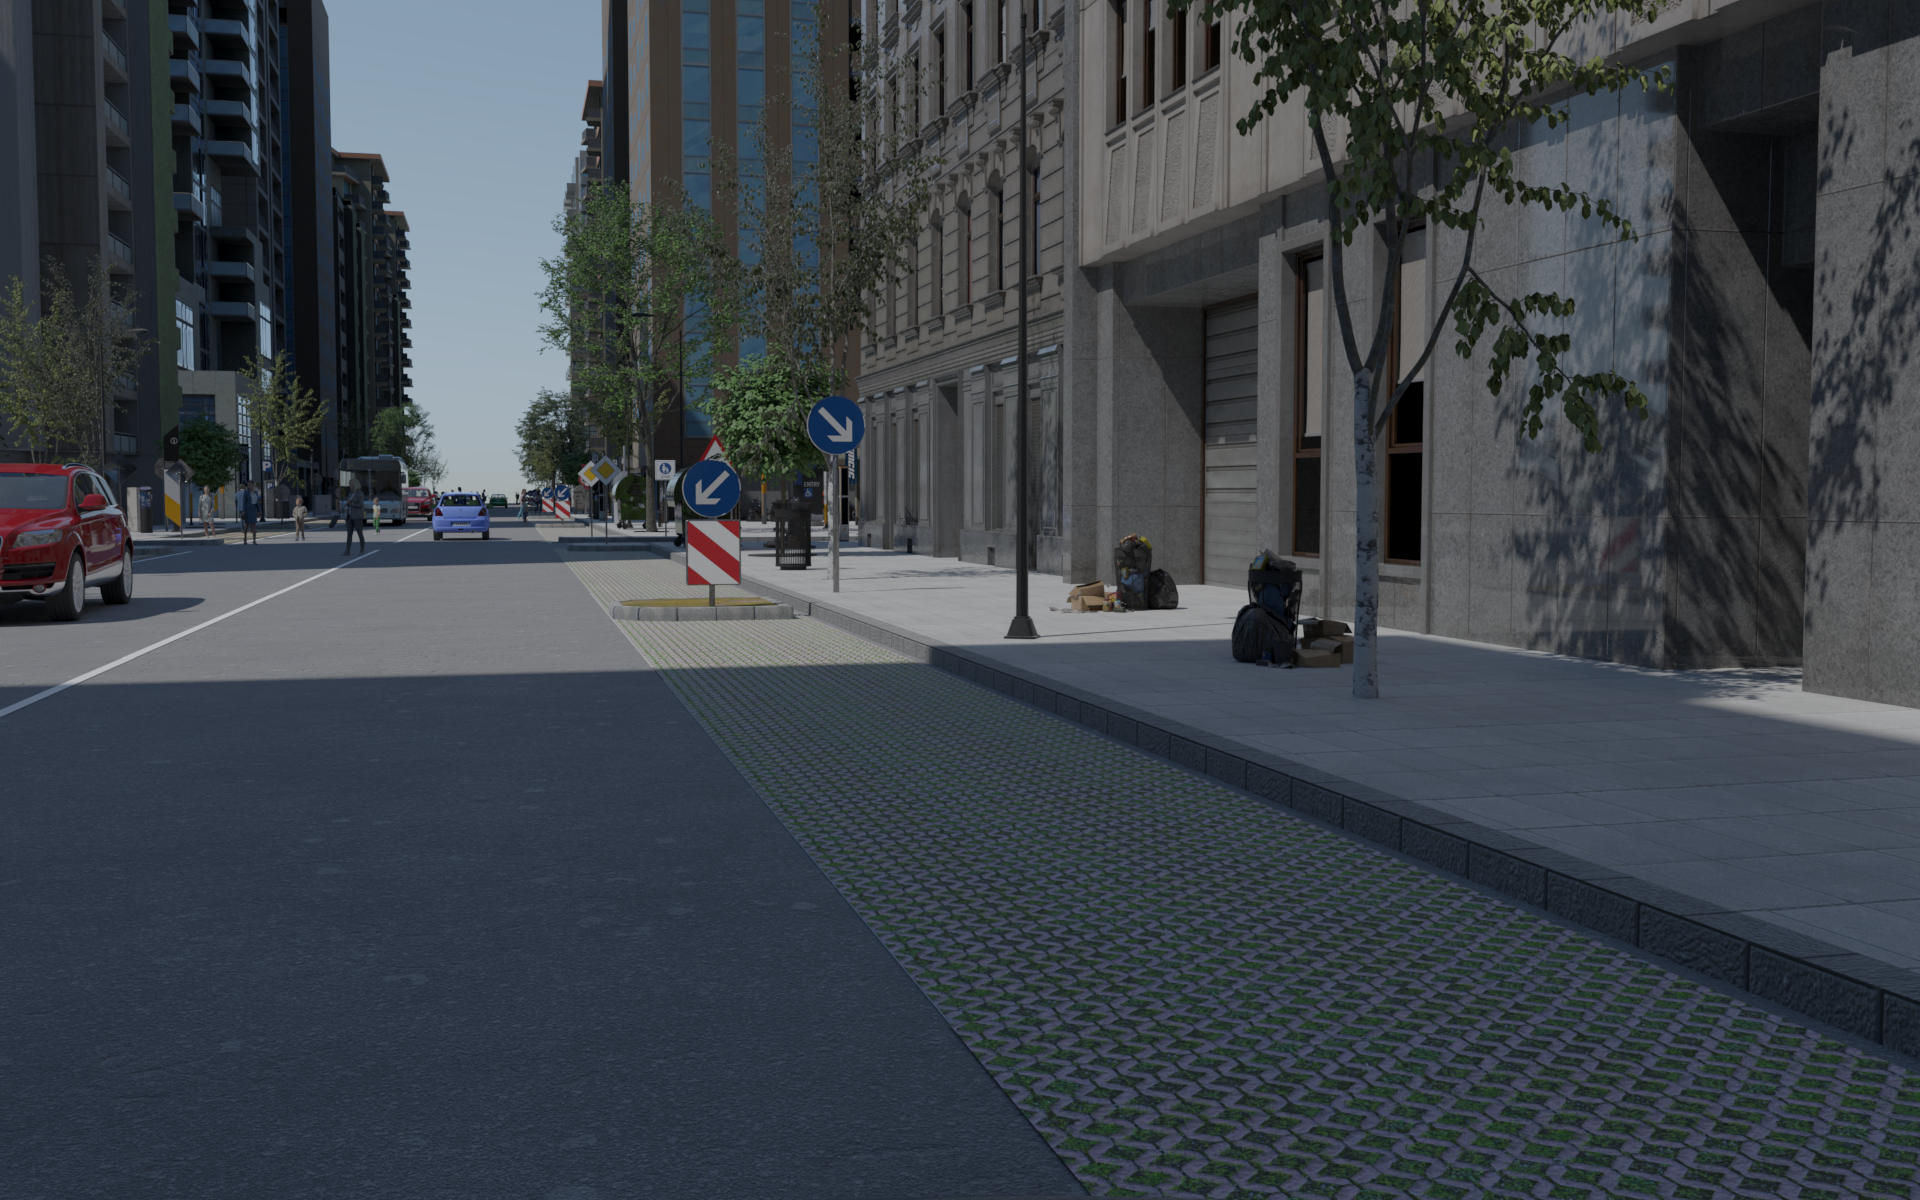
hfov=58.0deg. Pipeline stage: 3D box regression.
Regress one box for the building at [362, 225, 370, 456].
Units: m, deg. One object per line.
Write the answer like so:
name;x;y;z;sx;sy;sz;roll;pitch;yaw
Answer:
building;-67.529;-24.619;174.214;14.160;30.474;14.107;-1;4;-15

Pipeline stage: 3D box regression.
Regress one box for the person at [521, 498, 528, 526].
person;-19.734;-3.997;78.538;0.352;1.250;0.332;0;4;8

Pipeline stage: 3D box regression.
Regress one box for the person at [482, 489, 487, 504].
person;-39.437;-8.290;143.901;0.599;1.838;0.709;-1;4;-13

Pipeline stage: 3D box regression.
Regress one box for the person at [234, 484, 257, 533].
person;-26.136;-3.340;63.292;0.721;1.800;0.419;0;4;3

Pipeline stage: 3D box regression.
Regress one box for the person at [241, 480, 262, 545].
person;-20.048;-2.473;48.965;0.581;1.822;0.654;-3;4;-37

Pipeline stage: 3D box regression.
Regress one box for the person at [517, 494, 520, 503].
person;-70.988;-16.444;278.279;0.530;1.710;0.541;-3;5;-43

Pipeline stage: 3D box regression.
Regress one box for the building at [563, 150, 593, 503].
building;-44.024;-38.183;243.902;23.786;49.044;30.456;-1;4;-15

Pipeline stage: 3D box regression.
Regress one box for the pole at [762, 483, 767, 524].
pole;-8.293;-4.859;73.291;0.158;3.312;0.155;0;3;0

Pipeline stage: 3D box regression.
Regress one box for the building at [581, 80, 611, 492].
building;-28.639;-32.410;184.531;22.147;44.769;28.867;-1;4;-15

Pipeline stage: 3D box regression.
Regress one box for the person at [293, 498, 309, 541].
person;-20.273;-2.476;53.249;0.475;1.303;0.640;-1;4;-11

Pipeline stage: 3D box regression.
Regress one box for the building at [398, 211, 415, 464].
building;-93.285;-36.868;257.410;22.147;44.769;28.867;-1;4;-15

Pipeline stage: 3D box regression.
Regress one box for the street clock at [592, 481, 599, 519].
street clock;-18.709;-5.150;88.777;0.358;2.002;0.471;2;4;28

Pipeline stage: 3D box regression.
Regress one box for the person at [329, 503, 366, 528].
person;-25.773;-3.922;72.841;1.509;1.804;0.699;-2;4;-27

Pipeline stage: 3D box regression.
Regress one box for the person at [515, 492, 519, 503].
person;-68.140;-15.727;266.454;0.721;1.723;1.217;1;4;11

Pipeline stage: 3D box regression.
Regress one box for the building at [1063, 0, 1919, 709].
building;9.800;-12.118;16.152;12.078;24.808;19.932;-1;4;-15

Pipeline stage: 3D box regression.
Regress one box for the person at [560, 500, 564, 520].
person;-21.805;-4.998;94.885;0.362;1.253;0.373;3;5;41

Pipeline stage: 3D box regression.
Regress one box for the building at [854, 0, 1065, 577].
building;4.271;-11.338;34.530;9.793;20.994;18.267;-1;4;-15

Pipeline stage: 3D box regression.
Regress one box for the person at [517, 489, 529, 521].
person;-23.376;-5.088;92.529;0.643;1.720;0.563;-1;4;-8

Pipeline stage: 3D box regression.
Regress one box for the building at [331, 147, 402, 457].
building;-82.408;-34.270;214.931;22.147;44.769;28.867;-1;4;-15

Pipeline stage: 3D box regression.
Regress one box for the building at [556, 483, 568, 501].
building;-47.087;-35.488;272.105;32.217;40.220;23.993;-1;4;-15

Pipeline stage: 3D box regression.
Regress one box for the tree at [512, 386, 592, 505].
tree;-48.317;-18.308;205.985;9.857;13.997;8.962;0;3;0

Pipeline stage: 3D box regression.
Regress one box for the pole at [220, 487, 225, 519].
pole;-37.646;-5.780;88.347;0.158;3.312;0.155;0;3;0

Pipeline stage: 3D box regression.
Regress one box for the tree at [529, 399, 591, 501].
tree;-30.266;-11.182;133.183;4.360;8.622;3.978;0;3;0

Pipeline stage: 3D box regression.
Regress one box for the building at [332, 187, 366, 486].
building;-63.674;-23.790;160.665;14.160;30.474;14.107;-1;4;-15

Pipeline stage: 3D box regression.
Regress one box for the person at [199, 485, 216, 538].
person;-23.361;-2.707;53.767;0.512;1.701;0.522;-1;4;-14

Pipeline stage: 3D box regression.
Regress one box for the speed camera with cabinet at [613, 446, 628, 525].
speed camera with cabinet;-14.011;-4.719;71.493;0.660;3.252;2.038;-1;4;-10

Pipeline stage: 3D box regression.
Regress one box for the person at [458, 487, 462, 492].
person;-25.068;-4.793;87.055;0.721;1.800;0.419;-2;4;-27

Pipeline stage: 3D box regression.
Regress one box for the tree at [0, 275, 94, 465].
tree;-30.974;-6.593;58.164;4.737;8.622;4.395;0;3;0

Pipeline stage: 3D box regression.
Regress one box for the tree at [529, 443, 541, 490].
tree;-46.333;-14.982;195.320;4.737;8.622;4.395;0;3;0

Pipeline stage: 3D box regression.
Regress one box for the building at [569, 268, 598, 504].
building;-42.666;-27.498;221.297;14.160;30.474;14.107;-1;4;-15

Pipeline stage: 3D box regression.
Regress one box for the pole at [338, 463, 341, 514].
pole;-40.461;-7.288;112.998;0.158;3.312;0.155;0;3;0

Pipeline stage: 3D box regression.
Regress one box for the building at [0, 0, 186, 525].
building;-38.928;-23.398;66.145;14.154;41.232;14.086;-1;4;-15

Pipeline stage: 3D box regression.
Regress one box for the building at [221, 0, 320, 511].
building;-59.055;-42.128;127.053;20.563;71.187;20.611;-1;4;-15

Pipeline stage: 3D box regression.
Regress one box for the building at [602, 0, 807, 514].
building;-20.927;-29.843;138.049;14.600;45.320;14.200;-1;4;-15

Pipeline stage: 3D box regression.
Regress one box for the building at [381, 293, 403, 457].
building;-84.466;-28.512;237.871;14.160;30.474;14.107;-1;4;-15

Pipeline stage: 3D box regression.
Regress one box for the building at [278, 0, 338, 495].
building;-60.614;-30.299;145.507;14.600;45.320;14.200;-1;4;-15

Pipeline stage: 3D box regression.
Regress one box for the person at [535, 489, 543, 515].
person;-28.387;-6.575;116.599;0.593;1.750;0.643;-3;4;-36

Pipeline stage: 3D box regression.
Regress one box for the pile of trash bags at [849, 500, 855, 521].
pile of trash bags;-5.803;-4.468;82.803;1.912;1.369;3.447;-3;5;-40

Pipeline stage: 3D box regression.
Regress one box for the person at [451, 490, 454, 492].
person;-44.298;-8.735;151.313;0.705;1.824;1.348;-2;4;-28

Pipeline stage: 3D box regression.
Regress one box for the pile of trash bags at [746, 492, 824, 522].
pile of trash bags;-8.240;-4.302;80.083;3.447;1.369;1.912;1;4;22

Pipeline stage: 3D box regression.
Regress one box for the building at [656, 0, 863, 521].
building;-9.678;-26.891;89.775;14.600;45.320;14.200;-1;4;-15

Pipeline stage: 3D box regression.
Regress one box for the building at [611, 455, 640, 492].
building;-12.518;-41.358;114.452;20.563;71.187;20.611;-1;4;-15

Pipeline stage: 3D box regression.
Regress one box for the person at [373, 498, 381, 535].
person;-20.395;-2.927;60.611;0.306;1.304;0.590;0;4;2

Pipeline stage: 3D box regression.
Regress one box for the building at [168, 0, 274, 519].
building;-52.682;-48.196;100.684;22.319;86.520;31.000;-1;4;-15

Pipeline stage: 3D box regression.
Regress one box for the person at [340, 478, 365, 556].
person;-14.099;-1.933;40.286;0.537;1.800;0.526;3;5;40

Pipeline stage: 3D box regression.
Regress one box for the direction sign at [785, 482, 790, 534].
direction sign;-5.488;-3.888;55.573;0.379;3.537;0.876;-2;4;-27

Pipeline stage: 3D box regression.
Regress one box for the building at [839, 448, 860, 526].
building;9.544;-25.368;69.392;28.867;44.769;22.147;-1;4;-15

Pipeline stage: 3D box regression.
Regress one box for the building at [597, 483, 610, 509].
building;-17.058;-28.597;159.436;32.217;40.220;23.993;-1;4;-15
